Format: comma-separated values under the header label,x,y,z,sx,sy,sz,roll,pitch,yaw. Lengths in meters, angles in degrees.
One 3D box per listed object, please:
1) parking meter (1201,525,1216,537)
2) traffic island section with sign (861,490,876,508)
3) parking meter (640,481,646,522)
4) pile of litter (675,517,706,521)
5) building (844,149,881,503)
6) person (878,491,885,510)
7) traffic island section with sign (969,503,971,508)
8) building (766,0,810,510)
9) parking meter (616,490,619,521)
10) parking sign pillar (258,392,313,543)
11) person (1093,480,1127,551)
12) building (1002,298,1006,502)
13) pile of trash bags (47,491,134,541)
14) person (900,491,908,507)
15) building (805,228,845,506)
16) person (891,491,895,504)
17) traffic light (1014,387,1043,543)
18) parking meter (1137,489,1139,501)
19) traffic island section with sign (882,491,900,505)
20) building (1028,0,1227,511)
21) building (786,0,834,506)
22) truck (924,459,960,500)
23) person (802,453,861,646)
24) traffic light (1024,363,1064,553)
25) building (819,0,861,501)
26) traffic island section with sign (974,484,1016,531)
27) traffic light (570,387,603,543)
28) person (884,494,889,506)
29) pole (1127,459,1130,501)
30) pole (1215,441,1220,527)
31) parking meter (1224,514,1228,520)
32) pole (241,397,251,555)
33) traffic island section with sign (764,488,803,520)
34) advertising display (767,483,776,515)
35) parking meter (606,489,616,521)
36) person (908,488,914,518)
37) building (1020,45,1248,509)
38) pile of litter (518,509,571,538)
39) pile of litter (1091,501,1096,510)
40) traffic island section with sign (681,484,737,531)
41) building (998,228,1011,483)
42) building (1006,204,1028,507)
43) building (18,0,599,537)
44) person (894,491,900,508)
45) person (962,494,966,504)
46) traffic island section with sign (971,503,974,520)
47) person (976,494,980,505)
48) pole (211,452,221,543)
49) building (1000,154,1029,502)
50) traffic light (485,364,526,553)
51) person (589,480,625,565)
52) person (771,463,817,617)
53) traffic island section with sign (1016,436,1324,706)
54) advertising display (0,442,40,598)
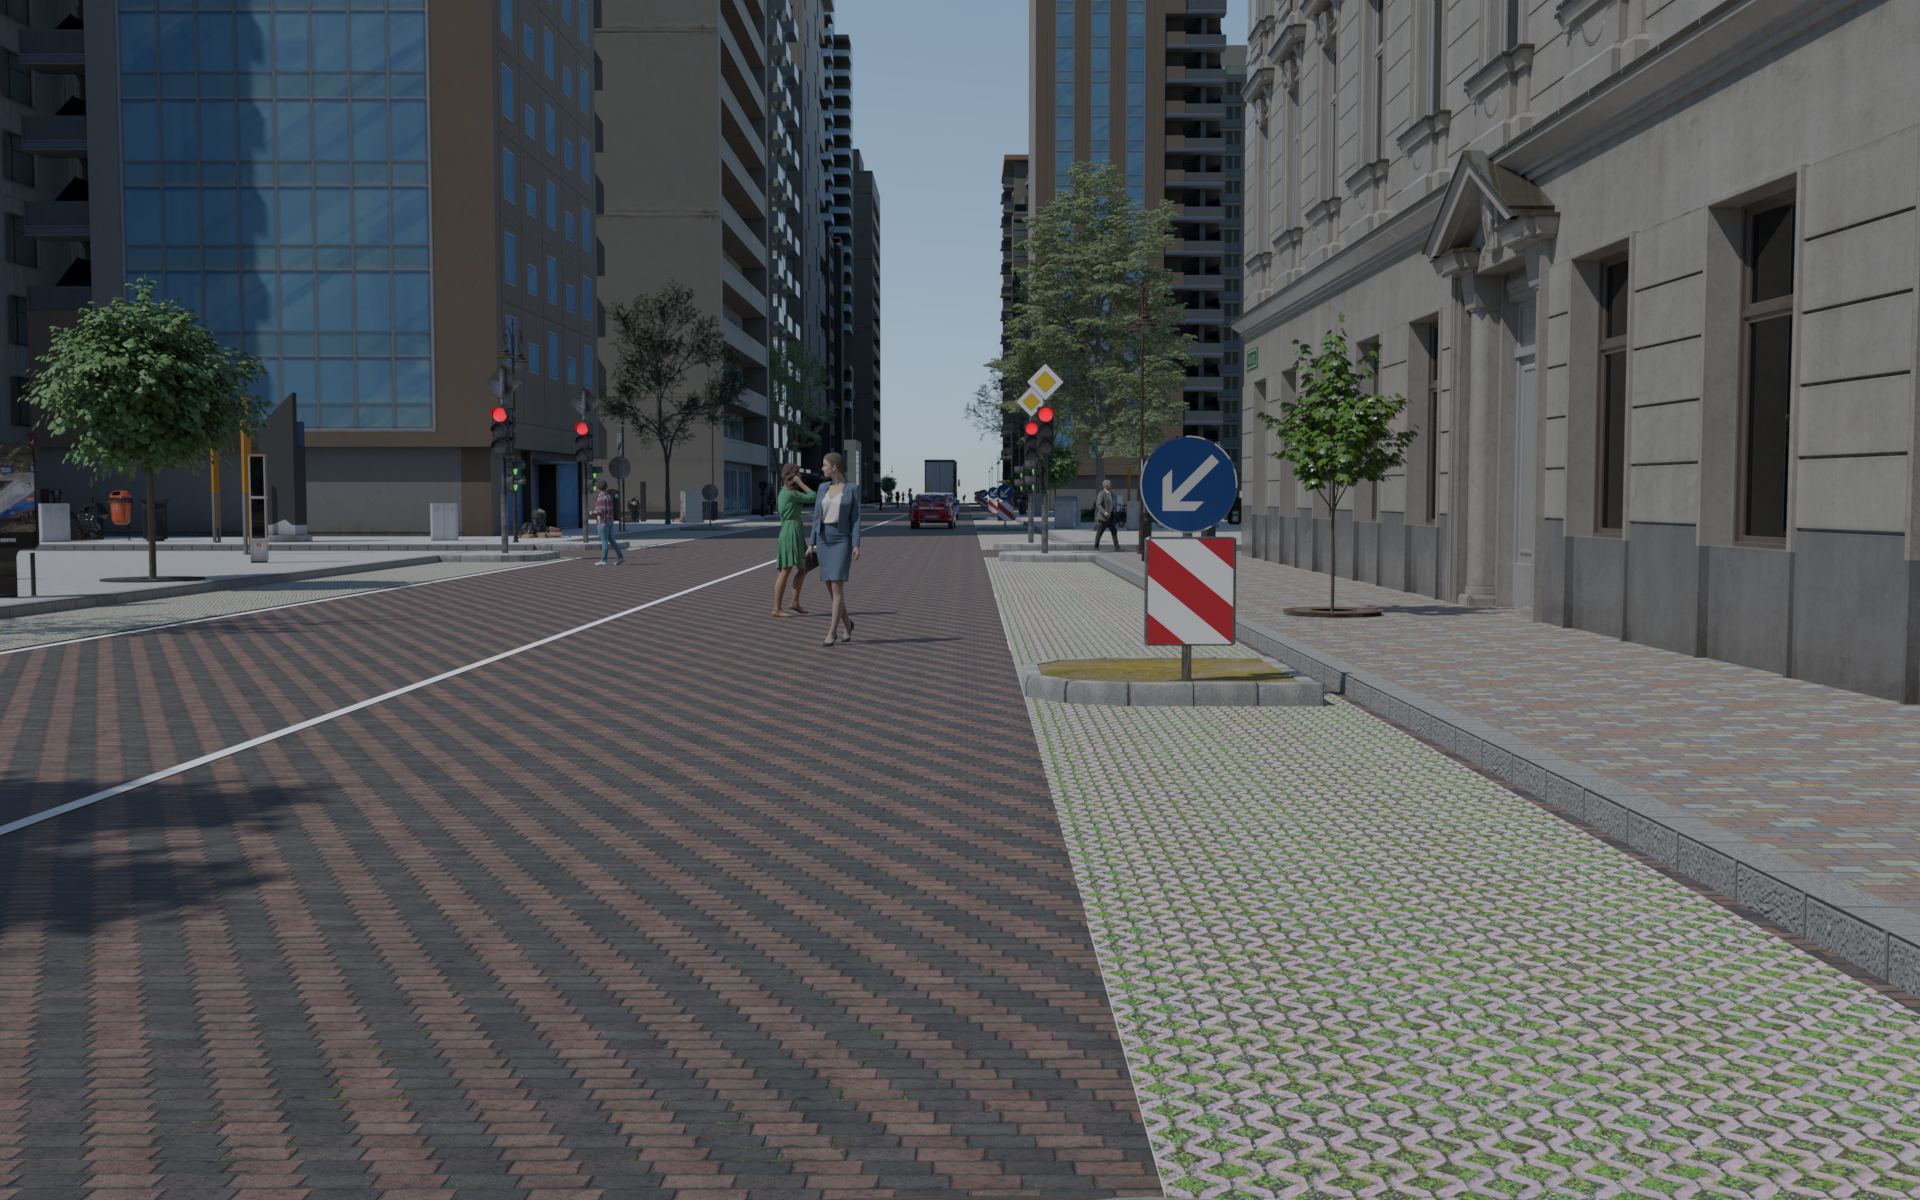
label,x,y,z,sx,sy,sz,roll,pitch,yaw
parking meter,6.987,-2.625,48.628,0.399,1.863,0.255,-3,4,-37
traffic island section with sign,-9.409,-10.001,172.151,1.989,1.847,2.006,0,4,0
parking meter,-14.712,-4.569,80.418,0.255,1.863,0.399,0,4,-6
pile of litter,-13.071,-4.278,83.905,1.176,0.858,1.719,-3,5,-39
building,-22.474,-38.075,246.228,21.300,48.544,21.600,0,4,0
person,-6.977,-8.863,154.087,0.721,1.739,1.217,-2,4,-31
traffic island section with sign,1.905,-8.375,145.560,1.989,1.847,2.006,0,4,0
building,-24.425,-31.532,135.155,23.786,49.044,30.456,0,4,0
parking meter,-16.360,-4.530,82.469,0.372,1.533,0.369,0,3,0
parking sign pillar,-18.168,-3.546,46.447,1.447,3.967,1.447,2,4,27
person,3.653,-2.047,42.361,0.834,1.777,0.661,2,4,30
building,12.940,-28.798,242.553,14.160,30.474,14.107,0,4,0
pile of trash bags,-24.358,-2.341,48.028,3.447,1.369,1.912,1,4,18
person,-6.466,-11.441,196.283,1.217,1.735,0.721,-1,4,-19
building,-19.944,-25.381,186.677,14.160,30.474,14.107,0,4,0
person,-9.189,-13.715,232.748,1.348,1.824,0.705,0,4,6
traffic light,1.846,-3.454,45.390,0.839,4.253,0.868,0,4,0
parking meter,8.605,-4.524,82.384,0.372,1.533,0.369,0,3,0
traffic island section with sign,-9.229,-13.364,227.133,1.989,1.847,2.006,0,4,0
building,12.480,-29.645,134.813,14.600,45.320,14.200,0,4,0
building,-27.024,-35.154,164.009,28.713,52.752,27.495,0,4,0
truck,-1.526,-9.603,145.915,2.839,4.237,11.283,0,4,1
person,-1.148,-0.489,16.513,0.581,1.822,0.654,3,4,38
traffic light,1.818,-2.965,37.405,0.839,4.253,0.868,0,4,0
building,-23.487,-55.422,218.822,22.319,86.520,31.000,0,4,0
traffic island section with sign,1.630,-3.577,67.119,1.989,1.847,2.006,0,4,0
traffic light,-9.816,-3.455,45.414,0.839,4.253,0.868,0,4,0
person,-8.828,-11.906,206.389,0.991,1.433,0.599,-3,4,-38
pole,9.929,-6.606,101.844,0.158,3.312,0.155,0,3,0
pole,9.975,-4.488,67.227,0.158,3.312,0.155,0,3,0
parking meter,13.026,-4.633,84.166,0.372,1.533,0.369,0,3,0
pole,-15.067,-2.614,36.585,0.158,3.312,0.155,0,3,0
traffic island section with sign,-9.686,-5.308,95.409,1.989,1.847,2.006,0,4,0
advertising display,-11.410,-6.096,104.889,0.123,1.923,0.974,-2,4,-33
parking meter,-16.642,-4.504,82.048,0.372,1.533,0.369,0,3,0
person,-2.793,-5.657,101.272,0.573,1.790,0.520,-2,4,-27
building,21.651,-28.286,154.354,32.217,40.220,23.993,0,4,0
pile of litter,-12.197,-2.251,50.762,1.719,0.858,1.176,-2,4,-23
pile of litter,8.996,-5.926,110.848,1.176,0.858,1.719,3,4,37
traffic island section with sign,-9.782,-3.617,67.771,1.989,1.847,2.006,0,4,0
building,17.675,-39.425,264.210,23.786,49.044,30.456,0,4,0
building,12.211,-24.632,174.433,14.160,30.474,14.107,0,4,0
building,-20.630,-24.917,57.503,14.600,45.320,14.200,0,4,0
person,-6.545,-10.454,179.936,0.721,1.766,1.217,-2,4,-32
person,0.618,-14.405,247.249,0.421,1.427,0.697,-2,4,-28
traffic island section with sign,1.729,-5.265,94.710,1.989,1.847,2.006,0,4,0
person,2.494,-13.181,224.561,0.990,1.755,0.434,2,4,29
pole,-19.605,-3.166,45.603,0.158,3.312,0.155,0,3,0
building,16.248,-34.568,219.816,22.147,44.769,28.867,0,4,0
traffic light,-9.843,-2.967,37.429,0.839,4.253,0.868,0,4,0
person,-7.116,-1.563,34.895,0.643,1.720,0.563,1,4,11
person,-1.987,-0.704,20.252,0.529,1.795,0.600,-2,4,-32
traffic island section with sign,1.454,-0.240,12.555,1.989,1.847,2.006,0,4,0
advertising display,-11.875,-0.990,21.399,0.123,1.923,0.974,2,4,29
